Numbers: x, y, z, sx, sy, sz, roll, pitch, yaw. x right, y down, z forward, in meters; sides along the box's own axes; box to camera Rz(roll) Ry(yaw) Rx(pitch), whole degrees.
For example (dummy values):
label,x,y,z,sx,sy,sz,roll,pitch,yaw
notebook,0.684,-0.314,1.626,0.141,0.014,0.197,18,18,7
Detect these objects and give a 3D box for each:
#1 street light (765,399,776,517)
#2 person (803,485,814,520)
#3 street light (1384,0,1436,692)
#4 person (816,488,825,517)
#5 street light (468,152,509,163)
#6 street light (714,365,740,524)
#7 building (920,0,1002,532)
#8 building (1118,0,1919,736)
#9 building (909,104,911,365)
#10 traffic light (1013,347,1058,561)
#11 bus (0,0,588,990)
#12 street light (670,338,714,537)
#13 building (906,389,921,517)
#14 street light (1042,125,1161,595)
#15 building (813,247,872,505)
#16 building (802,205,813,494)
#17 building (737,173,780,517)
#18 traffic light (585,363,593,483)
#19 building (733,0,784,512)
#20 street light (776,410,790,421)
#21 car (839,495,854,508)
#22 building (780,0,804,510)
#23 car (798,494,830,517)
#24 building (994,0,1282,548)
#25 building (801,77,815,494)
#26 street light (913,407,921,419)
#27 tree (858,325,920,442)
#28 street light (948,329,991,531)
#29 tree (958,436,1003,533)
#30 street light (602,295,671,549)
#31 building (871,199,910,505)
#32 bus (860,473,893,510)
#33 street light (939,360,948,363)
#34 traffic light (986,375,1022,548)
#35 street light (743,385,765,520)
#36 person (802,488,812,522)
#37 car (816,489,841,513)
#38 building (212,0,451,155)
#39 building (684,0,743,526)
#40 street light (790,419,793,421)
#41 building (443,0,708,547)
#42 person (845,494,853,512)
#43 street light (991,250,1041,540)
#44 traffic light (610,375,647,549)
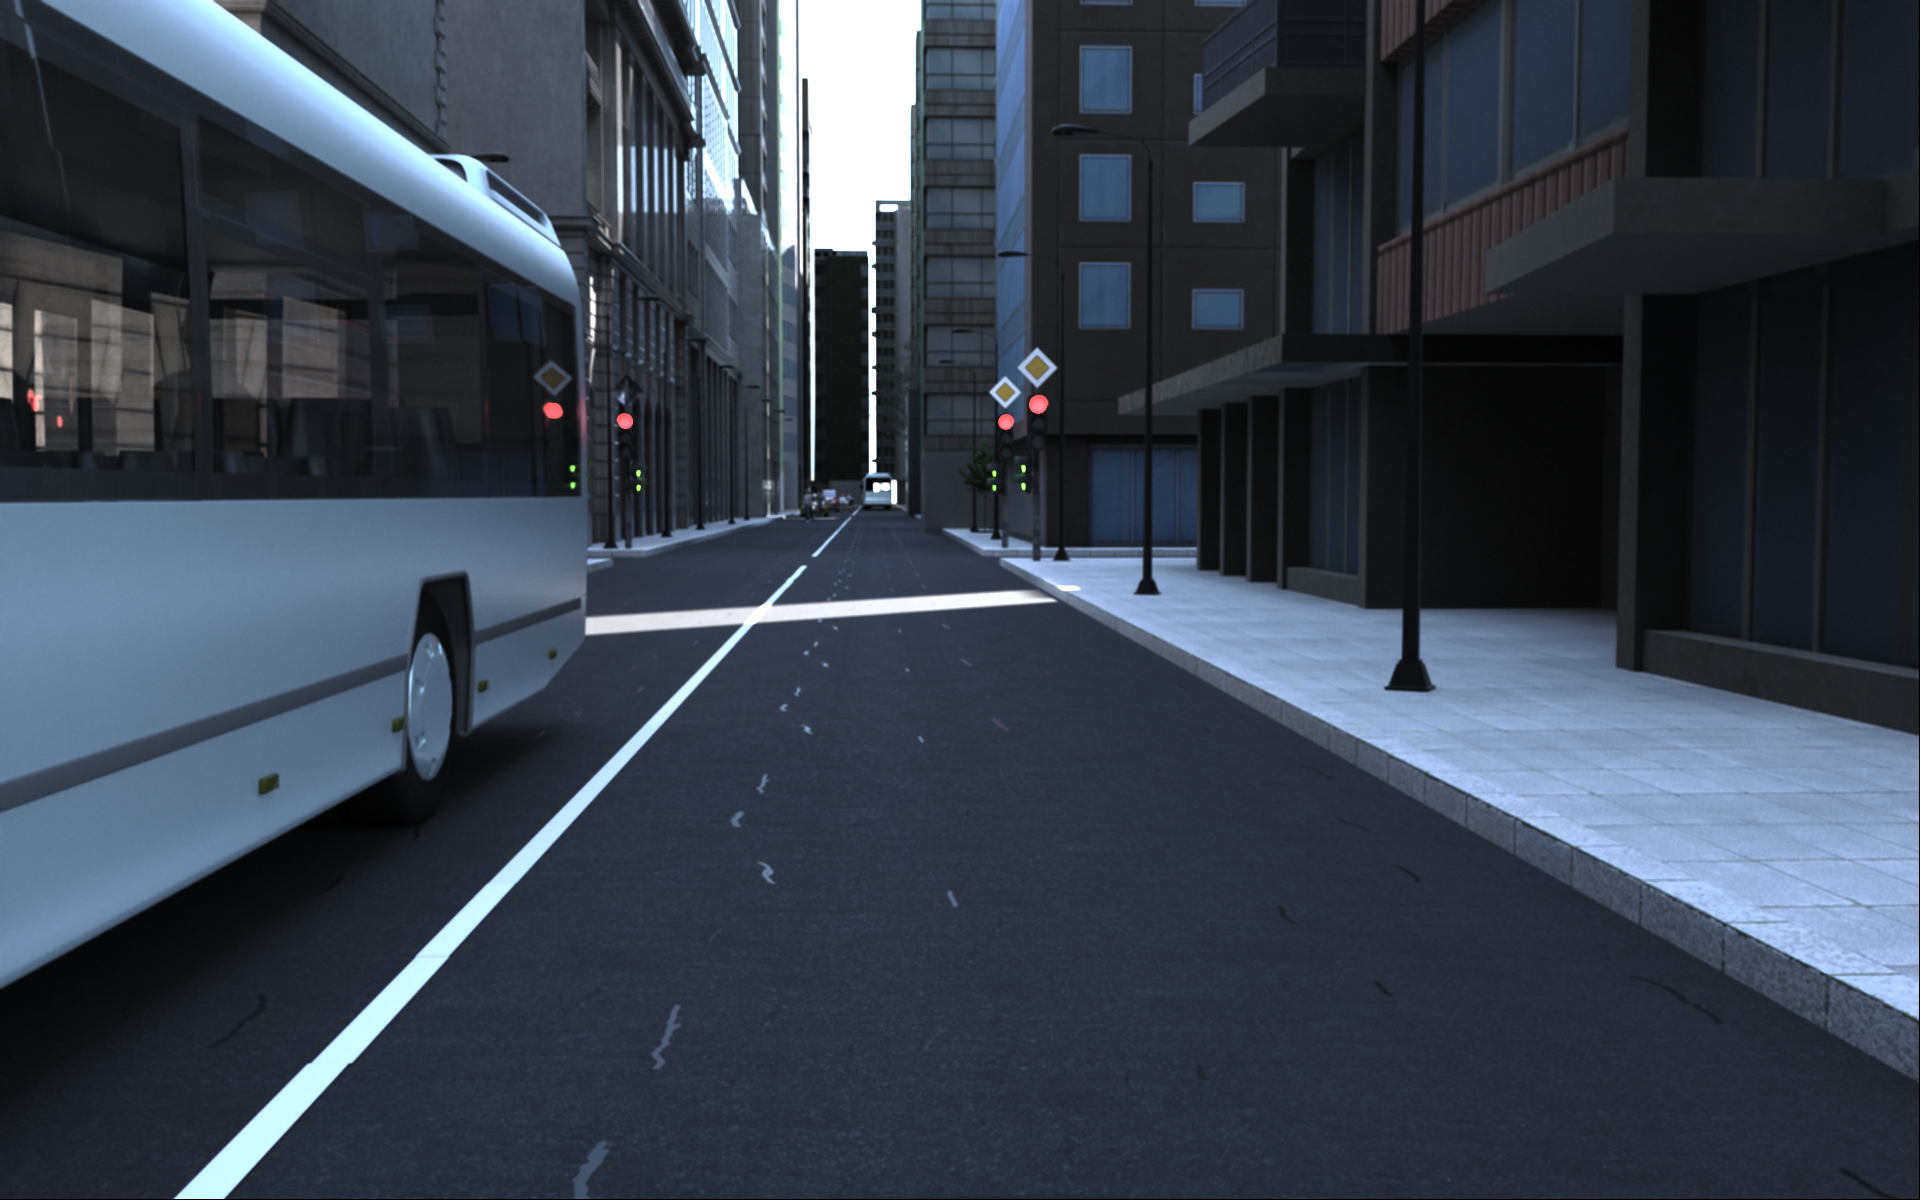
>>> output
label,x,y,z,sx,sy,sz,roll,pitch,yaw
street light,-9.918,-6.869,84.853,1.470,5.913,1.316,0,4,-3
person,-8.240,-5.288,94.315,0.648,1.900,0.474,2,4,35
street light,2.421,-2.364,11.197,1.470,5.913,1.316,0,4,-3
person,-8.540,-5.960,106.123,0.466,1.800,0.511,1,4,10
street light,-6.832,-3.128,23.691,1.470,5.913,1.316,0,4,-3
street light,-8.830,-5.494,62.367,1.470,5.913,1.316,0,4,-3
building,5.348,-23.645,70.184,14.154,41.232,14.086,0,4,-3
building,14.251,-22.102,15.995,22.147,44.769,28.867,0,4,-3
building,2.877,-28.959,157.077,14.154,41.232,14.086,0,4,-3
traffic light,1.453,-2.708,33.201,0.839,4.253,0.868,0,4,-3
bus,-3.420,-0.577,4.302,2.948,3.499,13.247,0,4,-2
street light,-8.227,-4.834,51.583,1.470,5.913,1.316,0,4,-3
building,8.261,-48.122,99.472,22.319,86.520,31.000,0,4,-3
street light,1.858,-3.024,21.984,1.470,5.913,1.316,0,4,-3
building,-17.594,-26.551,205.805,14.107,30.474,14.160,0,4,-3
building,-21.790,-24.118,166.031,14.160,30.474,14.107,0,4,-3
building,-16.398,-15.156,102.550,10.420,20.320,16.860,0,4,-3
traffic light,-7.397,-2.680,32.742,0.839,4.253,0.868,0,4,-3
building,-19.933,-26.812,121.971,14.154,41.232,14.086,0,4,-3
street light,-10.355,-7.542,95.846,1.470,5.913,1.316,0,4,-3
car,-12.040,-10.241,179.801,2.083,1.381,4.827,0,4,-3
building,-24.181,-36.781,143.373,21.231,58.520,28.212,0,4,-3
car,-9.113,-6.012,108.512,2.015,1.641,3.980,0,4,-3
building,8.427,-24.271,46.942,14.200,45.320,14.600,0,4,-3
building,-22.752,-32.600,183.122,14.200,45.320,14.600,0,4,-3
street light,-1.634,-7.326,92.316,1.470,5.913,1.316,0,4,-3
tree,-2.149,-12.961,122.278,12.009,13.543,11.850,0,3,0
street light,0.484,-4.663,48.774,1.470,5.913,1.316,0,4,-3
tree,0.717,-3.851,57.566,1.663,3.219,1.824,0,3,0
street light,-7.686,-4.163,40.613,1.470,5.913,1.316,0,4,-3
building,0.960,-32.047,215.843,23.993,40.220,32.217,0,4,-3
bus,-7.738,-10.148,160.786,2.948,3.499,13.247,0,4,-4
street light,-0.036,-5.346,59.952,1.470,5.913,1.316,0,4,-3
traffic light,1.052,-3.196,41.176,0.839,4.253,0.868,0,4,-3
street light,-9.240,-6.210,74.072,1.470,5.913,1.316,0,4,-3
person,-7.691,-4.791,87.500,0.731,1.740,0.598,2,4,34
car,-10.490,-7.804,136.265,2.281,1.827,5.304,0,4,-4
building,-18.541,-12.092,26.583,19.941,23.489,11.050,0,4,-3
building,-16.672,-18.437,78.930,11.434,29.767,29.804,0,4,-3
street light,-11.010,-8.221,106.954,1.470,5.913,1.316,0,4,-3
building,-15.357,-12.860,52.058,13.314,21.916,24.055,0,4,-3
person,-8.749,-7.625,136.398,0.697,1.427,0.421,0,4,-2
street light,1.418,-3.709,33.186,1.470,5.913,1.316,0,4,-3
traffic light,-7.798,-3.168,40.717,0.839,4.253,0.868,0,4,-3
